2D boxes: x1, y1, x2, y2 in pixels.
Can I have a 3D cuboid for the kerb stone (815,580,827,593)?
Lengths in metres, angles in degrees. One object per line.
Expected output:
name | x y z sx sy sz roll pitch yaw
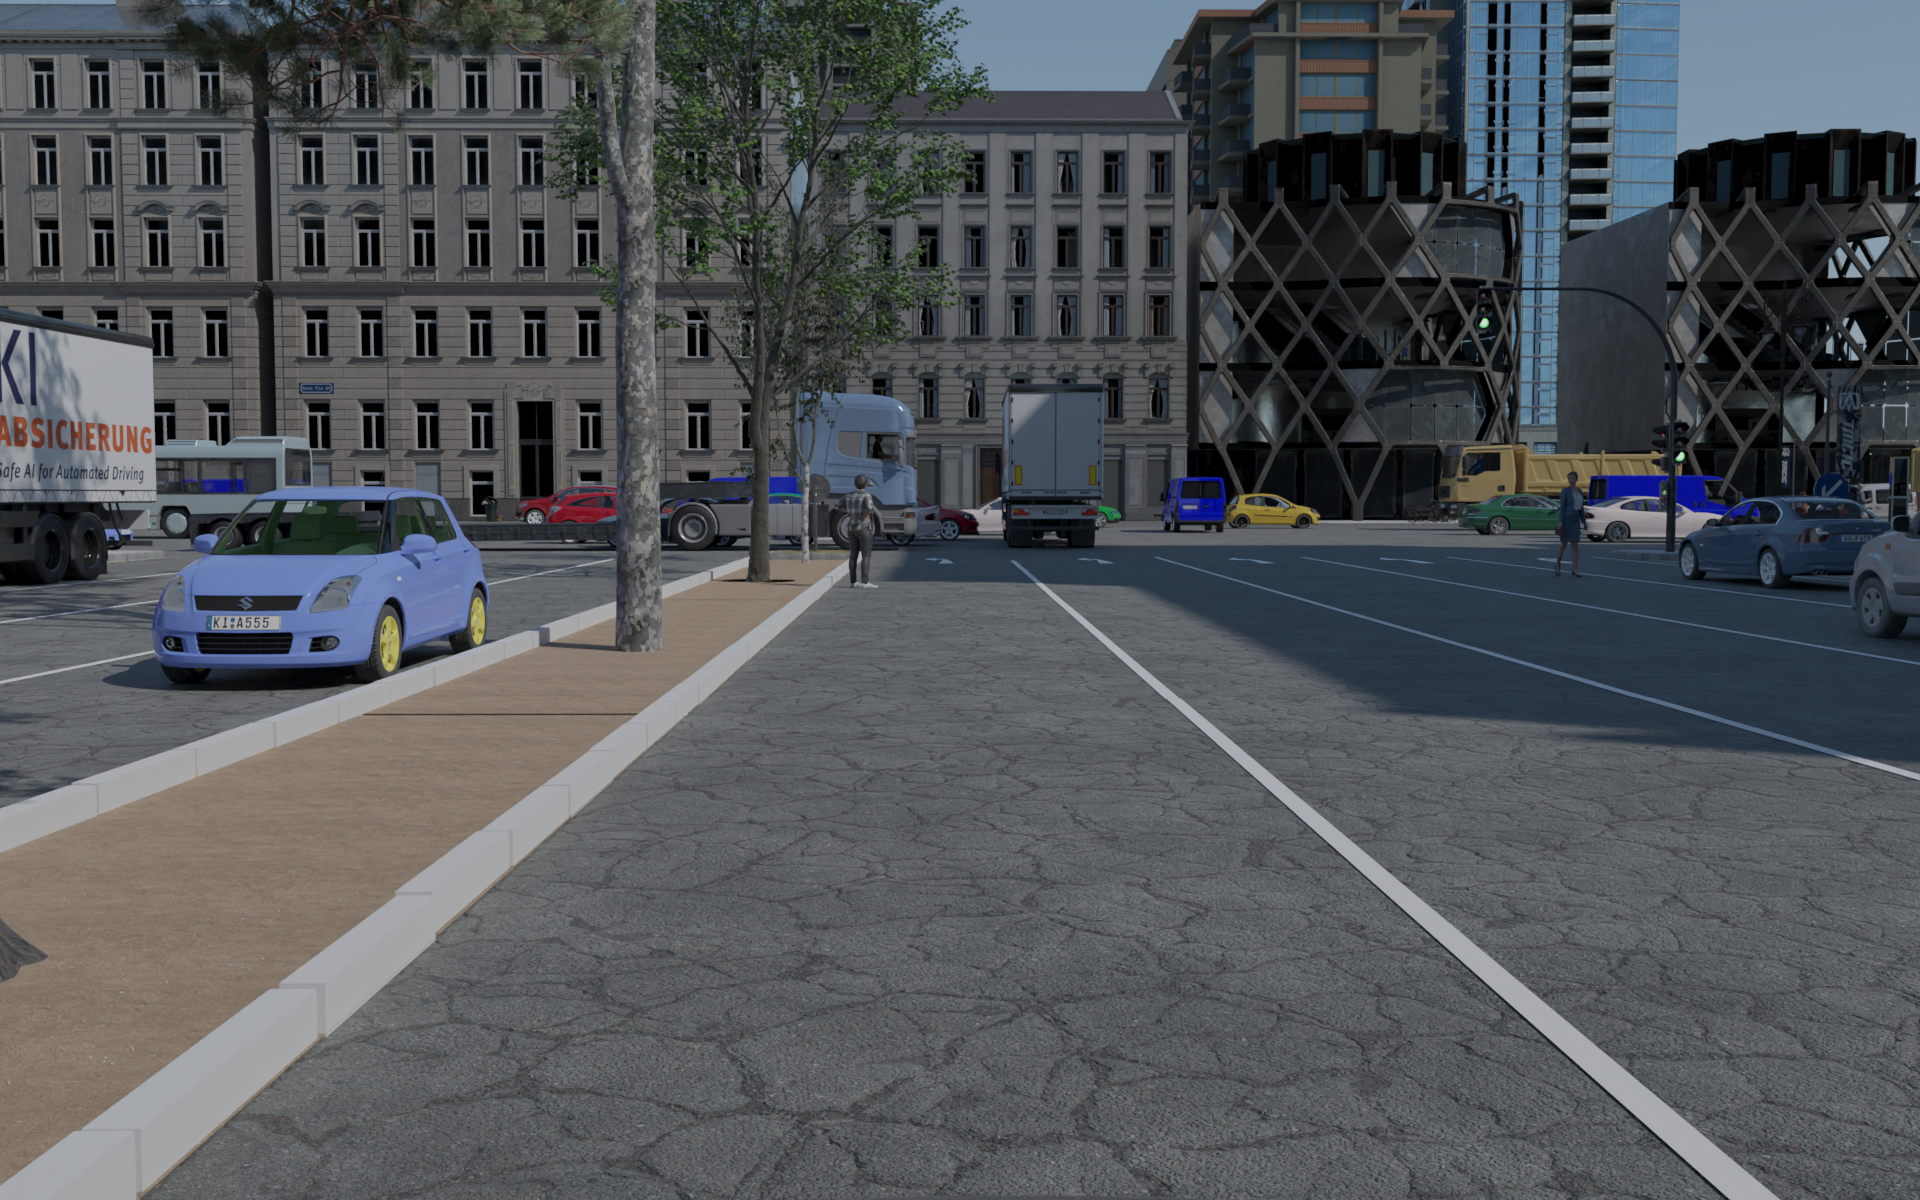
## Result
kerb stone | -2.019 -0.144 24.655 0.120 0.150 1.000 0 4 -1

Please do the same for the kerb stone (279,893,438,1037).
kerb stone | -1.738 1.053 5.062 0.120 0.150 1.000 0 4 -1

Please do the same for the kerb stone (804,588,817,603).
kerb stone | -1.988 -0.025 22.596 0.120 0.150 1.000 0 4 -1

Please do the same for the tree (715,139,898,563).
tree | -3.233 -5.082 35.913 4.360 8.622 3.978 0 3 0

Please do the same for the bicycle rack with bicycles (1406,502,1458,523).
bicycle rack with bicycles | 21.603 -3.991 78.637 2.925 0.926 2.852 0 4 7

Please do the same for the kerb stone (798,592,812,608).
kerb stone | -1.972 0.039 21.565 0.120 0.150 1.000 0 4 -1

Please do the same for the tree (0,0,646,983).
tree | -3.309 -5.804 4.784 7.806 13.903 7.818 0 3 0

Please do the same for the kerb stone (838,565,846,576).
kerb stone | -2.086 -0.465 29.804 0.120 0.150 1.000 0 4 -1

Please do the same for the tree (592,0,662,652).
tree | -4.153 -9.644 16.018 12.611 20.169 13.585 0 3 0

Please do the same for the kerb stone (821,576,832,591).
kerb stone | -2.028 -0.213 25.682 0.120 0.150 1.000 0 4 -1

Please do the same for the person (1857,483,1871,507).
person | 31.554 -3.177 60.616 0.590 1.801 0.661 0 4 -1

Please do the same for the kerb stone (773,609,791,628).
kerb stone | -1.931 0.228 18.474 0.120 0.150 1.000 0 4 -1

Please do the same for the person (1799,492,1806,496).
person | 31.213 -3.264 64.332 0.523 1.526 0.387 3 4 36

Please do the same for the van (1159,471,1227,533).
van | 8.876 -3.765 65.948 2.240 2.365 5.245 0 4 1

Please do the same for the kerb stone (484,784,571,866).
kerb stone | -1.776 0.924 7.121 0.120 0.150 1.000 0 4 -1

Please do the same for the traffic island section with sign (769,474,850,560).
traffic island section with sign | -3.247 -1.847 38.337 2.006 1.907 1.989 0 4 -1

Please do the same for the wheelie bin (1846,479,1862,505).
wheelie bin | 18.485 -1.739 36.340 0.693 1.594 0.980 1 4 11

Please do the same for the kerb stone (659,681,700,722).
kerb stone | -1.831 0.670 11.243 0.120 0.150 1.000 0 4 -1

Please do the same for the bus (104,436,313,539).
bus | -28.050 -3.743 56.064 13.247 3.499 2.948 0 4 -1

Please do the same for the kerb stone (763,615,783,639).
kerb stone | -1.913 0.291 17.442 0.120 0.150 1.000 0 4 -1

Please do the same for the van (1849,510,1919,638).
van | 9.920 -0.549 15.990 2.013 2.044 4.112 0 4 0

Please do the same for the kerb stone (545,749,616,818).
kerb stone | -1.786 0.860 8.149 0.120 0.150 1.000 0 4 -1

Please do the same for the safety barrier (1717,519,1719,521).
safety barrier | 17.224 -1.508 38.924 0.300 0.817 1.120 0 4 -1

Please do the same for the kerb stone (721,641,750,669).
kerb stone | -1.878 0.480 14.345 0.120 0.150 1.000 0 4 -1

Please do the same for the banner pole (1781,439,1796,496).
banner pole | 37.594 -5.421 78.648 0.863 3.779 0.401 0 4 7

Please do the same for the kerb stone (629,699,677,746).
kerb stone | -1.818 0.733 10.214 0.120 0.150 1.000 0 4 -1

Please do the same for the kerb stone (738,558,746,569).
kerb stone | -4.241 -0.658 32.957 0.120 0.150 1.000 0 4 -1

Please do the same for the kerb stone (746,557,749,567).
kerb stone | -4.241 -0.718 33.987 0.120 0.150 1.000 0 4 -1

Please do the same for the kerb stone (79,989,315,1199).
kerb stone | -1.733 1.120 4.026 0.120 0.150 1.000 0 4 -1

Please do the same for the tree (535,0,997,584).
tree | -3.151 -6.081 27.641 9.928 11.665 9.643 0 3 0

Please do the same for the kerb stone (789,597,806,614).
kerb stone | -1.957 0.102 20.532 0.120 0.150 1.000 0 4 -1

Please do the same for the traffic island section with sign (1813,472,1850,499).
traffic island section with sign | 15.828 -1.458 32.465 1.989 1.847 2.006 0 4 -1

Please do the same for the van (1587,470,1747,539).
van | 23.111 -3.157 56.000 5.245 2.365 2.240 0 4 0

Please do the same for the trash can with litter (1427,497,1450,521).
trash can with litter | 22.427 -4.269 81.191 1.055 1.170 0.624 1 4 16

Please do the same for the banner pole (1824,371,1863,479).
banner pole | 17.908 -2.769 35.285 0.863 3.779 0.401 1 4 13

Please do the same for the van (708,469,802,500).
van | -7.572 -3.486 61.374 5.245 2.365 2.240 0 4 -2

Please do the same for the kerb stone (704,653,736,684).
kerb stone | -1.857 0.544 13.302 0.120 0.150 1.000 0 4 -1

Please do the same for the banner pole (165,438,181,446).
banner pole | -35.204 -5.363 77.698 0.863 3.779 0.401 -2 4 -24

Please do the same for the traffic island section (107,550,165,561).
traffic island section | -18.802 -0.955 37.891 2.009 0.180 2.903 0 4 -1

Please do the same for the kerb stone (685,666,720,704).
kerb stone | -1.840 0.607 12.271 0.120 0.150 1.000 0 4 -1

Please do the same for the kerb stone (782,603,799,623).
kerb stone | -1.941 0.167 19.503 0.120 0.150 1.000 0 4 -1

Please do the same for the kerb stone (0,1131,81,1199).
kerb stone | -1.716 1.174 2.994 0.120 0.150 1.000 0 4 -1

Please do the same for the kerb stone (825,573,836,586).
kerb stone | -2.040 -0.276 26.710 0.120 0.150 1.000 0 4 -1

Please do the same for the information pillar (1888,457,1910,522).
information pillar | 18.502 -1.814 34.153 0.304 2.012 0.304 1 4 19

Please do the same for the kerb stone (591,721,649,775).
kerb stone | -1.808 0.796 9.186 0.120 0.150 1.000 0 4 -1

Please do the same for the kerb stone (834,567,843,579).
kerb stone | -2.068 -0.402 28.767 0.120 0.150 1.000 0 4 -1

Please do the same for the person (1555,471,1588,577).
person | 10.600 -1.318 30.078 0.581 1.822 0.654 0 4 -4

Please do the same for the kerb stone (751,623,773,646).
kerb stone | -1.901 0.357 16.405 0.120 0.150 1.000 0 4 -1

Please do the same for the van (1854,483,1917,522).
van | 35.279 -3.732 68.028 4.112 2.044 2.013 0 4 1

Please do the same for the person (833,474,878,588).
person | -1.542 -1.055 26.474 0.376 1.734 0.841 -3 5 -42

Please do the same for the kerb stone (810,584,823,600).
kerb stone | -1.996 -0.087 23.625 0.120 0.150 1.000 0 4 -1

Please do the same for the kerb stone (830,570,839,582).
kerb stone | -2.065 -0.339 27.738 0.120 0.150 1.000 0 4 -1

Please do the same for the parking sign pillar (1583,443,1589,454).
parking sign pillar | 32.693 -6.276 91.077 1.447 3.967 1.447 2 4 29

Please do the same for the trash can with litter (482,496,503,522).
trash can with litter | -21.607 -4.203 80.104 0.624 1.170 1.055 1 4 13

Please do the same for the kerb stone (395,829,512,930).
kerb stone | -1.769 0.985 6.093 0.120 0.150 1.000 0 4 -1

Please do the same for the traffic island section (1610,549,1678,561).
traffic island section | 15.736 -0.983 38.357 2.009 0.180 2.903 0 4 -1

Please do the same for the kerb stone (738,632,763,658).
kerb stone | -1.884 0.418 15.375 0.120 0.150 1.000 0 4 -1
